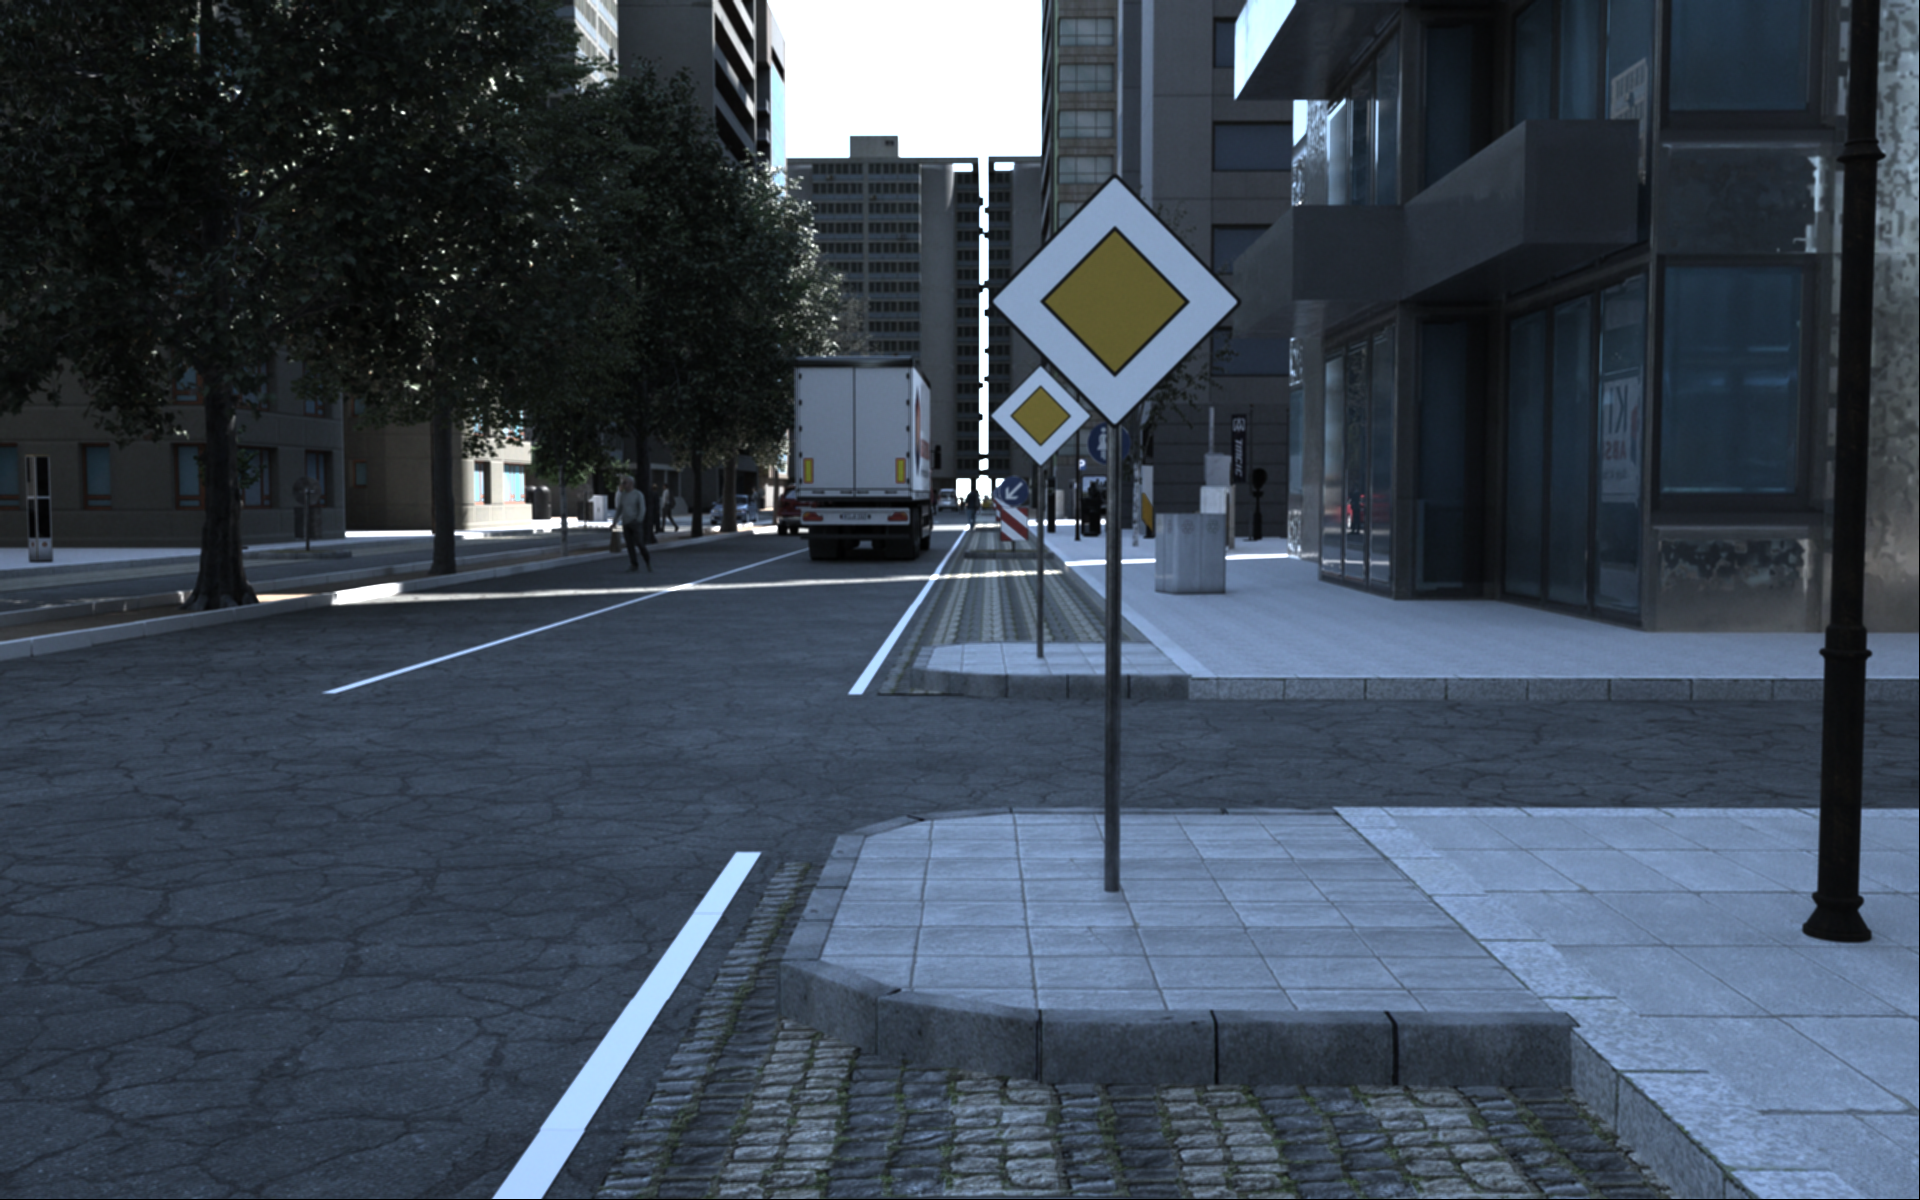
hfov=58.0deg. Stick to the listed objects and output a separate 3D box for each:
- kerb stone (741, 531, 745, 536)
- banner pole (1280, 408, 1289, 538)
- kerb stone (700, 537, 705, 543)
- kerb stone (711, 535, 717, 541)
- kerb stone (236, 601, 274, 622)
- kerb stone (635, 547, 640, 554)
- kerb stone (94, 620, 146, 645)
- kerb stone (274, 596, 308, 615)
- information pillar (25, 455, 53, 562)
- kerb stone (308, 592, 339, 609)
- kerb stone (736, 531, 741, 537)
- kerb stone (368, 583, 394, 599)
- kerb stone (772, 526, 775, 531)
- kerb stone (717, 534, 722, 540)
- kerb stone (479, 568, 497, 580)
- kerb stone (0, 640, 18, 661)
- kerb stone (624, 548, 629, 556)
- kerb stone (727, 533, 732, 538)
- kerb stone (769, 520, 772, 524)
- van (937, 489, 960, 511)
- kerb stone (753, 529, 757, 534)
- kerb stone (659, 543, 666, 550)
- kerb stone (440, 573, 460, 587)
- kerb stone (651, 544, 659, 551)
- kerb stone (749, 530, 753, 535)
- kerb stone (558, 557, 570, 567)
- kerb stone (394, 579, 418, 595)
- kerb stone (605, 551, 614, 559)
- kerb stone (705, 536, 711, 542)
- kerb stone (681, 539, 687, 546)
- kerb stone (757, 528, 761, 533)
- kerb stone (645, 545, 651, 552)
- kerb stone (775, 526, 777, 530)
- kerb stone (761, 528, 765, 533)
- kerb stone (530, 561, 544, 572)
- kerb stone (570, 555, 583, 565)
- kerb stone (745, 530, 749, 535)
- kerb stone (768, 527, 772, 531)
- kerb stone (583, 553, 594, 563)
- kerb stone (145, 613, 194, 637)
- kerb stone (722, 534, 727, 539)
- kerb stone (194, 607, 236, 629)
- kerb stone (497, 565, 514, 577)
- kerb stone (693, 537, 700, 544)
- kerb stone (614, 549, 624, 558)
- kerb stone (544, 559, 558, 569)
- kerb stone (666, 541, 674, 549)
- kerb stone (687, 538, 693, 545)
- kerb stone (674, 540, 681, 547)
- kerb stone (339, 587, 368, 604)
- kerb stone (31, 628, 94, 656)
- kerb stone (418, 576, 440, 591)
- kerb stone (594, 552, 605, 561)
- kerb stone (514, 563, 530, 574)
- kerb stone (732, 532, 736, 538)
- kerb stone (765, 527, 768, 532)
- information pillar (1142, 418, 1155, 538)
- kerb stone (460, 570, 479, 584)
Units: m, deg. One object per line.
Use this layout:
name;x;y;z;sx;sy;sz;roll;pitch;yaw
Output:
kerb stone;-7.518;-2.241;58.841;0.120;0.150;1.000;0;4;1
banner pole;9.743;-3.684;50.255;0.863;3.779;0.401;1;4;13
kerb stone;-7.660;-1.737;50.652;0.120;0.150;1.000;0;4;1
kerb stone;-7.623;-1.866;52.701;0.120;0.150;1.000;0;4;1
kerb stone;-8.186;0.141;19.929;0.120;0.150;1.000;0;4;1
kerb stone;-7.821;-1.177;41.442;0.120;0.150;1.000;0;4;1
kerb stone;-8.248;0.331;16.857;0.120;0.150;1.000;0;4;1
kerb stone;-8.173;0.076;20.951;0.120;0.150;1.000;0;4;1
information pillar;-17.327;-1.719;32.592;0.304;2.012;0.304;2;4;33
kerb stone;-8.154;0.014;21.973;0.120;0.150;1.000;0;4;1
kerb stone;-7.535;-2.178;57.819;0.120;0.150;1.000;0;4;1
kerb stone;-8.119;-0.111;24.017;0.120;0.150;1.000;0;4;1
kerb stone;-7.379;-2.741;67.040;0.120;0.150;1.000;0;4;1
kerb stone;-7.614;-1.920;53.724;0.120;0.150;1.000;0;4;1
kerb stone;-8.037;-0.422;29.142;0.120;0.150;1.000;0;4;1
kerb stone;-8.277;0.455;14.800;0.120;0.150;1.000;0;4;1
kerb stone;-7.834;-1.112;40.412;0.120;0.150;1.000;0;4;1
kerb stone;-7.573;-2.054;55.774;0.120;0.150;1.000;0;4;1
kerb stone;-9.213;-3.687;82.479;0.120;0.150;1.000;0;4;1
van;-0.970;-8.369;143.850;2.013;2.044;4.112;0;4;2
kerb stone;-7.470;-2.426;61.911;0.120;0.150;1.000;0;4;1
kerb stone;-7.764;-1.365;44.509;0.120;0.150;1.000;0;4;1
kerb stone;-8.069;-0.300;27.097;0.120;0.150;1.000;0;4;1
kerb stone;-7.785;-1.302;43.487;0.120;0.150;1.000;0;4;1
kerb stone;-7.479;-2.367;60.889;0.120;0.150;1.000;0;4;1
kerb stone;-7.939;-0.736;34.258;0.120;0.150;1.000;0;4;1
kerb stone;-8.100;-0.174;25.043;0.120;0.150;1.000;0;4;1
kerb stone;-7.876;-0.988;38.351;0.120;0.150;1.000;0;4;1
kerb stone;-7.645;-1.803;51.674;0.120;0.150;1.000;0;4;1
kerb stone;-7.709;-1.553;47.581;0.120;0.150;1.000;0;4;1
kerb stone;-7.441;-2.492;62.933;0.120;0.150;1.000;0;4;1
kerb stone;-7.798;-1.235;42.465;0.120;0.150;1.000;0;4;1
kerb stone;-7.362;-2.803;68.066;0.120;0.150;1.000;0;4;1
kerb stone;-7.432;-2.554;63.961;0.120;0.150;1.000;0;4;1
kerb stone;-7.979;-0.612;32.210;0.120;0.150;1.000;0;4;1
kerb stone;-7.919;-0.800;35.280;0.120;0.150;1.000;0;4;1
kerb stone;-7.493;-2.301;59.867;0.120;0.150;1.000;0;4;1
kerb stone;-7.396;-2.680;66.011;0.120;0.150;1.000;0;4;1
kerb stone;-7.903;-0.857;36.302;0.120;0.150;1.000;0;4;1
kerb stone;-8.226;0.264;17.879;0.120;0.150;1.000;0;4;1
kerb stone;-7.592;-1.987;54.751;0.120;0.150;1.000;0;4;1
kerb stone;-8.207;0.205;18.901;0.120;0.150;1.000;0;4;1
kerb stone;-8.008;-0.487;30.164;0.120;0.150;1.000;0;4;1
kerb stone;-7.676;-1.678;49.629;0.120;0.150;1.000;0;4;1
kerb stone;-7.855;-1.050;39.379;0.120;0.150;1.000;0;4;1
kerb stone;-7.957;-0.669;33.233;0.120;0.150;1.000;0;4;1
kerb stone;-7.746;-1.425;45.531;0.120;0.150;1.000;0;4;1
kerb stone;-7.701;-1.615;48.607;0.120;0.150;1.000;0;4;1
kerb stone;-7.726;-1.486;46.553;0.120;0.150;1.000;0;4;1
kerb stone;-8.134;-0.044;22.995;0.120;0.150;1.000;0;4;1
kerb stone;-8.255;0.390;15.827;0.120;0.150;1.000;0;4;1
kerb stone;-8.084;-0.237;26.075;0.120;0.150;1.000;0;4;1
kerb stone;-7.887;-0.923;37.329;0.120;0.150;1.000;0;4;1
kerb stone;-7.991;-0.547;31.188;0.120;0.150;1.000;0;4;1
kerb stone;-7.546;-2.113;56.797;0.120;0.150;1.000;0;4;1
kerb stone;-7.411;-2.617;64.989;0.120;0.150;1.000;0;4;1
information pillar;5.431;-3.592;50.084;0.183;3.616;0.504;3;4;37
kerb stone;-8.055;-0.360;28.120;0.120;0.150;1.000;0;4;1
